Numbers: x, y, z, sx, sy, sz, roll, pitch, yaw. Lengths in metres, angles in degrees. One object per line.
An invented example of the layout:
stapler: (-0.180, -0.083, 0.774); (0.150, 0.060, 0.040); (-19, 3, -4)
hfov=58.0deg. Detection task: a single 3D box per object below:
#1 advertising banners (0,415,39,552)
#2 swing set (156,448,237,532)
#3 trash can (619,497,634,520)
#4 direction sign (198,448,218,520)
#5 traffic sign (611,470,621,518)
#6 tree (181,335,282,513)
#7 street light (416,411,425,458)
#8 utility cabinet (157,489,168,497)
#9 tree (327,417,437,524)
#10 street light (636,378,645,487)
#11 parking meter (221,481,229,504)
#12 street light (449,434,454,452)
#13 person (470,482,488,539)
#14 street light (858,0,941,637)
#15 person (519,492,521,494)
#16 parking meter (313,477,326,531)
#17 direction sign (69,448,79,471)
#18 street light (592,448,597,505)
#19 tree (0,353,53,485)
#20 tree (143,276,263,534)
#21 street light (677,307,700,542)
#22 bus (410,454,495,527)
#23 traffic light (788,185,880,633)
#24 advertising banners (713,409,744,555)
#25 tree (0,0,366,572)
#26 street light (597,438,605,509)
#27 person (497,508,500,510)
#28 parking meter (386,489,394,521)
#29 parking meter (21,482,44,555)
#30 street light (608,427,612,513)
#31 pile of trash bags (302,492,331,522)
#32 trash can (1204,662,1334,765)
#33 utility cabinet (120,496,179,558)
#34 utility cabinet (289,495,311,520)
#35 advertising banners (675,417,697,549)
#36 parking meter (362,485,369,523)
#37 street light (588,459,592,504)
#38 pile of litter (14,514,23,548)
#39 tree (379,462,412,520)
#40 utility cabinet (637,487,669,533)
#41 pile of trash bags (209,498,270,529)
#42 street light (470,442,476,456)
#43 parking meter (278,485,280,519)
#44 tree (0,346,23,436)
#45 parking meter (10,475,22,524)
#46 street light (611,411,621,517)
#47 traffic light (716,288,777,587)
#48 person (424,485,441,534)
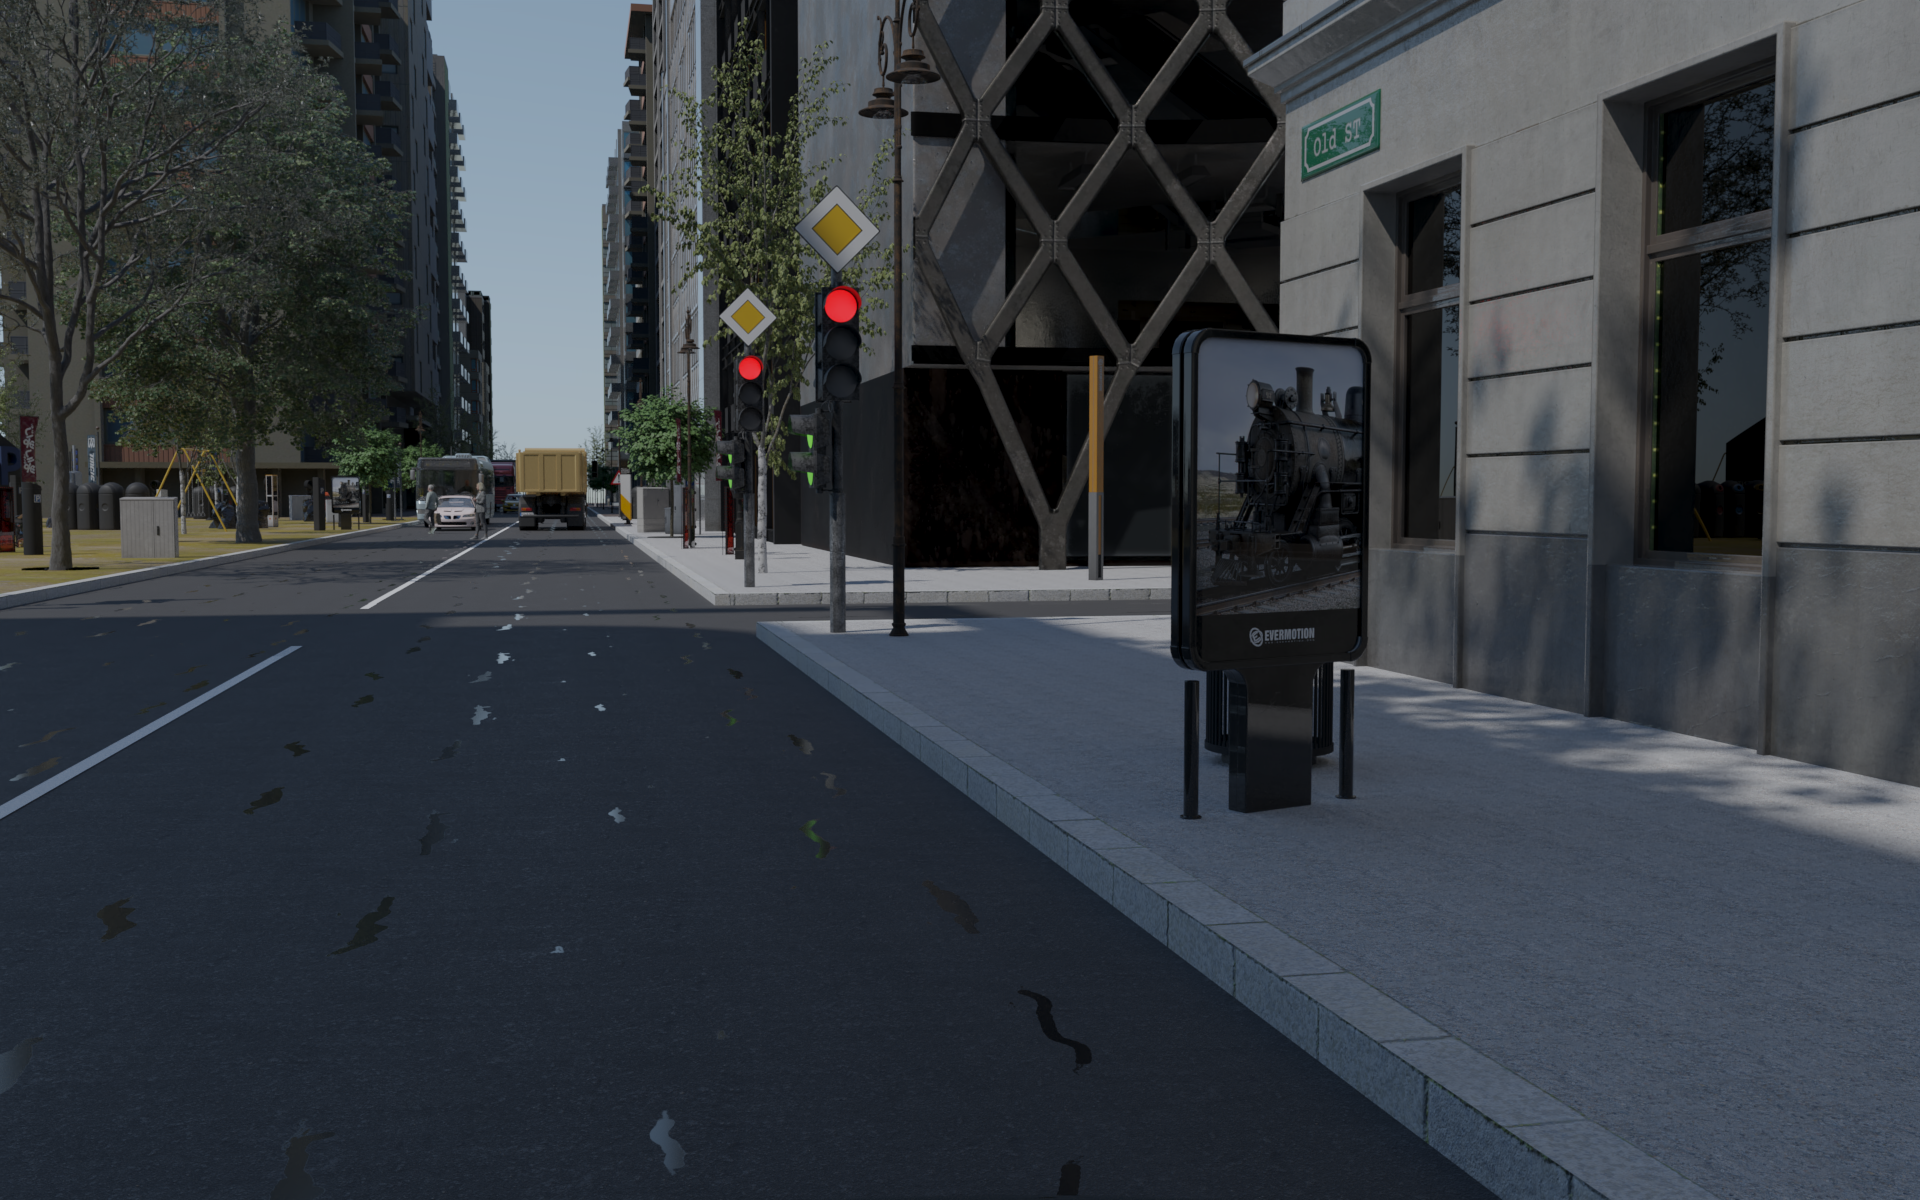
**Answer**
advertising banners: (-21.055, -2.562, 38.073); (0.090, 3.025, 2.074); (1, 4, 19)
swing set: (-26.567, -3.832, 60.270); (2.862, 2.851, 3.119); (0, 4, -7)
trash can: (-16.258, -4.458, 84.547); (0.748, 1.137, 0.748); (0, 3, 0)
direction sign: (-36.700, -5.664, 84.606); (0.876, 3.537, 0.379); (-1, 4, -8)
traffic sign: (-18.644, -5.794, 94.740); (0.884, 2.594, 0.081); (0, 4, -5)
tree: (-30.157, -7.447, 72.122); (4.737, 8.622, 4.395); (0, 3, 0)
street light: (-29.968, -7.557, 96.352); (0.468, 5.910, 1.993); (-1, 4, -13)
utility cabinet: (-37.781, -4.489, 82.077); (0.318, 1.500, 1.173); (-2, 4, -34)
tree: (-25.422, -5.539, 74.280); (4.285, 4.588, 4.351); (0, 3, 0)
street light: (-12.742, -5.898, 69.227); (0.468, 5.910, 1.993); (-1, 4, -13)
parking meter: (-33.544, -4.486, 79.061); (0.255, 1.863, 0.399); (-2, 4, -33)
street light: (-36.052, -9.190, 123.042); (0.468, 5.910, 1.993); (-1, 4, -13)
person: (-15.218, -2.822, 54.831); (0.526, 1.800, 0.537); (-2, 4, -28)
street light: (-0.553, -2.612, 15.491); (0.468, 5.910, 1.993); (-1, 4, -13)
person: (-56.898, -13.163, 223.845); (1.348, 1.807, 0.705); (1, 4, 18)
parking meter: (-22.442, -3.362, 60.676); (0.255, 1.863, 0.399); (1, 4, 14)
direction sign: (-44.175, -5.752, 86.046); (0.876, 3.537, 0.379); (1, 4, 9)
street light: (-35.898, -12.144, 171.344); (0.468, 5.910, 1.993); (-1, 4, -13)
tree: (-47.726, -8.347, 86.835); (4.360, 8.622, 3.978); (0, 3, 0)
tree: (-24.657, -6.419, 55.310); (4.360, 8.622, 3.978); (0, 3, 0)
street light: (-6.694, -4.282, 42.806); (0.468, 5.910, 1.993); (-1, 4, -13)
bus: (-22.832, -5.127, 78.678); (2.948, 3.499, 13.247); (-1, 4, -12)
traffic light: (-1.150, -1.653, 15.946); (0.839, 4.253, 0.868); (-1, 4, -13)
advertising banners: (-4.877, -2.477, 36.687); (0.090, 3.025, 2.074); (1, 4, 11)
tree: (-15.024, -7.247, 28.863); (12.009, 13.543, 11.850); (0, 3, 0)
street light: (-29.664, -10.468, 143.935); (0.468, 5.910, 1.993); (-1, 4, -13)
person: (-42.591, -9.241, 159.675); (0.705, 1.814, 1.350); (0, 3, 0)
parking meter: (-27.627, -4.618, 83.912); (0.372, 1.533, 0.369); (0, 3, 0)
parking meter: (-19.531, -1.716, 36.470); (0.372, 1.533, 0.369); (0, 3, 0)
street light: (-23.491, -8.805, 116.753); (0.468, 5.910, 1.993); (-1, 4, -13)
pile of trash bags: (-30.145, -4.423, 82.066); (1.912, 1.369, 3.447); (-1, 4, -18)
trash can: (1.482, 0.206, 8.284); (0.748, 1.137, 0.748); (0, 3, 0)
utility cabinet: (-16.289, -1.446, 34.808); (1.020, 1.237, 0.306); (-1, 4, -10)
utility cabinet: (-32.516, -4.539, 85.377); (0.306, 1.237, 1.020); (3, 5, 40)
advertising banners: (-6.441, -2.720, 40.655); (0.090, 3.025, 2.074); (0, 4, 3)
parking meter: (-26.791, -4.433, 78.188); (0.255, 1.863, 0.399); (-3, 5, -41)
street light: (-42.245, -13.842, 199.098); (0.468, 5.910, 1.993); (-1, 4, -13)
pile of litter: (-22.894, -1.704, 41.824); (1.176, 0.858, 1.719); (0, 4, 0)
tree: (-28.051, -5.570, 85.668); (1.663, 3.219, 1.824); (0, 3, 0)
utility cabinet: (-10.133, -2.969, 57.224); (0.318, 1.500, 1.173); (2, 4, 35)
pile of trash bags: (-26.546, -3.322, 64.073); (1.912, 1.369, 3.447); (-2, 4, -33)
street light: (-42.200, -10.840, 150.021); (0.468, 5.910, 1.993); (-1, 4, -13)
parking meter: (-35.743, -5.180, 90.410); (0.255, 1.863, 0.399); (3, 5, 39)
tree: (-43.979, -7.662, 75.631); (4.737, 8.622, 4.395); (0, 3, 0)
parking meter: (-29.345, -2.953, 53.992); (0.255, 1.863, 0.399); (1, 4, 17)
street light: (-18.881, -7.535, 95.988); (0.468, 5.910, 1.993); (-1, 4, -13)
traffic light: (-2.916, -2.129, 23.734); (0.839, 4.253, 0.868); (-1, 4, -13)
person: (-19.120, -3.297, 62.888); (0.515, 1.767, 0.782); (1, 4, 16)
